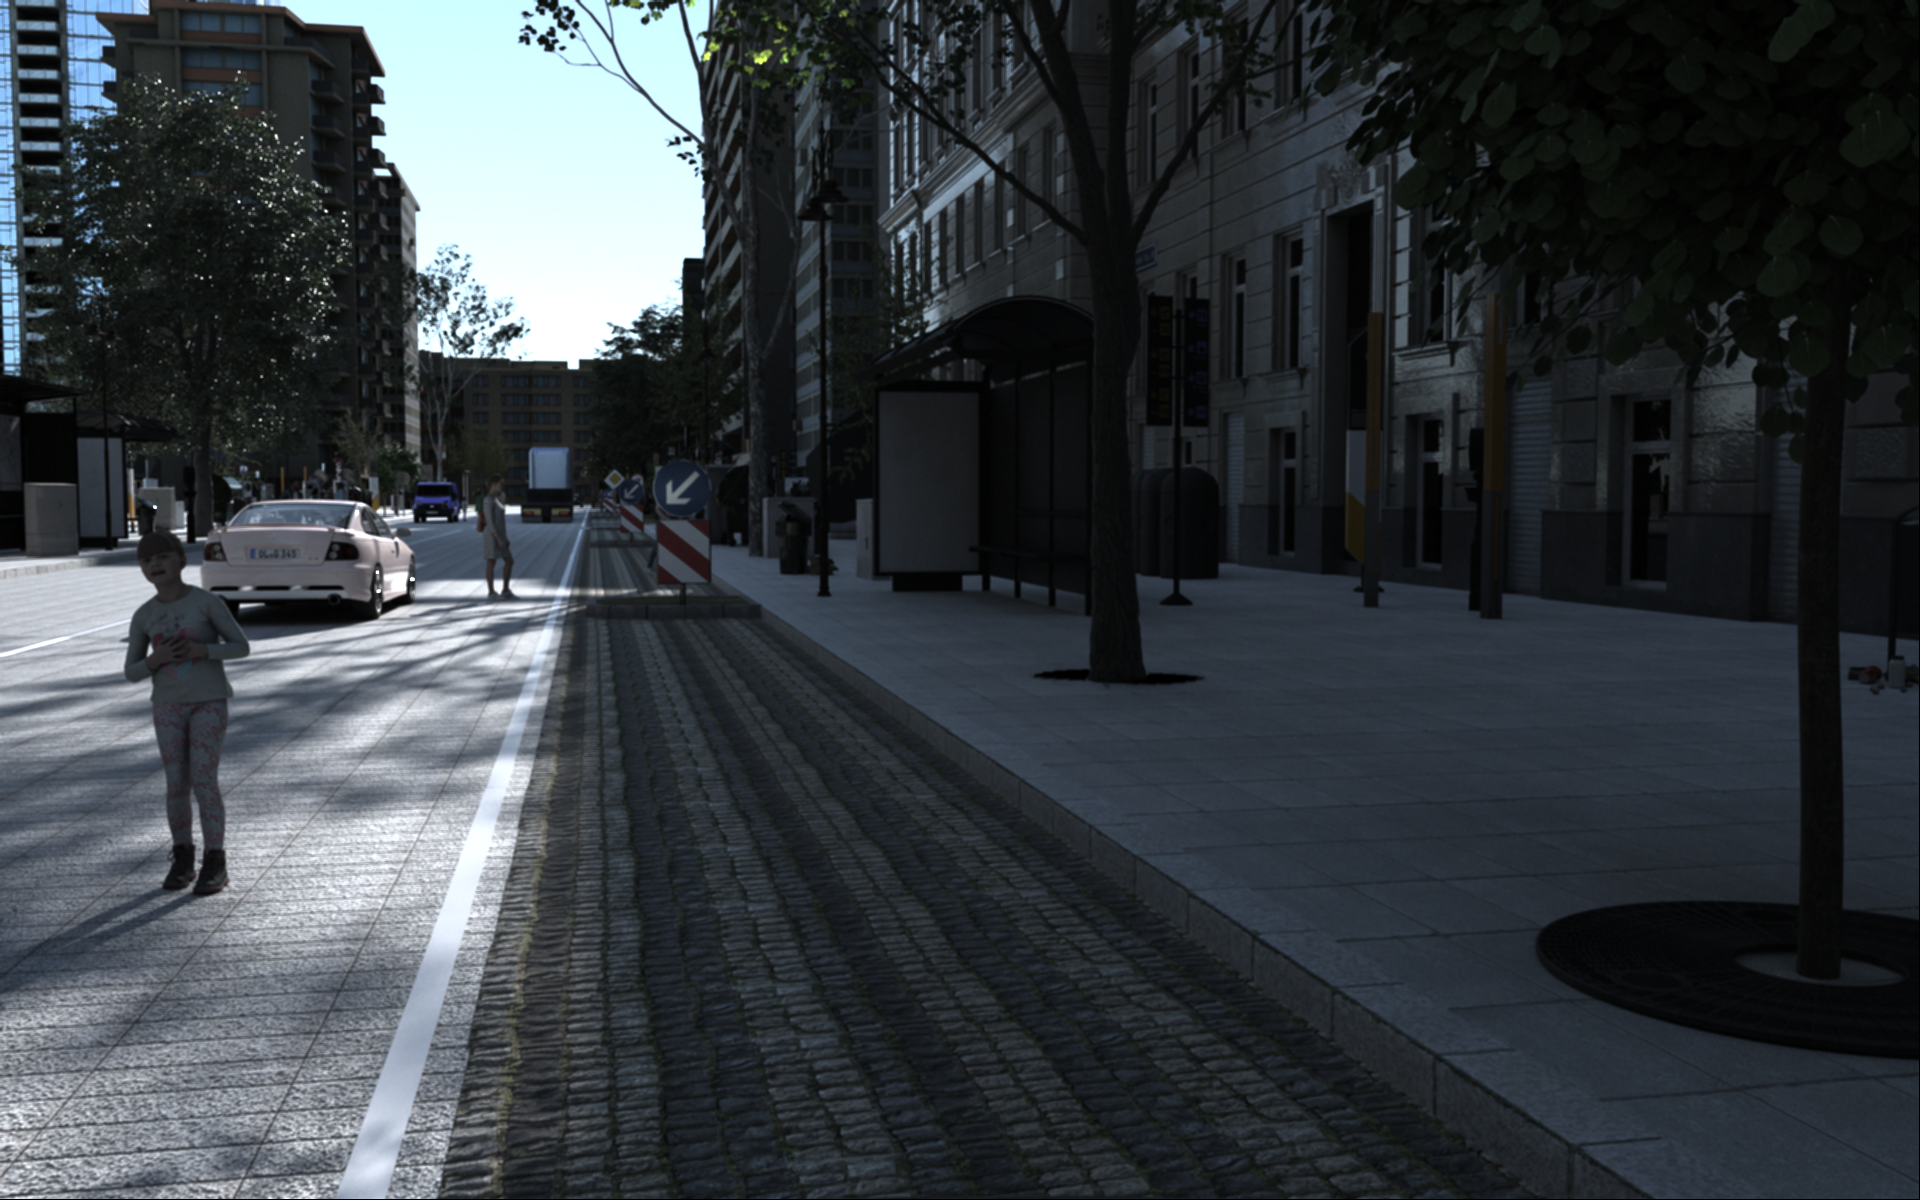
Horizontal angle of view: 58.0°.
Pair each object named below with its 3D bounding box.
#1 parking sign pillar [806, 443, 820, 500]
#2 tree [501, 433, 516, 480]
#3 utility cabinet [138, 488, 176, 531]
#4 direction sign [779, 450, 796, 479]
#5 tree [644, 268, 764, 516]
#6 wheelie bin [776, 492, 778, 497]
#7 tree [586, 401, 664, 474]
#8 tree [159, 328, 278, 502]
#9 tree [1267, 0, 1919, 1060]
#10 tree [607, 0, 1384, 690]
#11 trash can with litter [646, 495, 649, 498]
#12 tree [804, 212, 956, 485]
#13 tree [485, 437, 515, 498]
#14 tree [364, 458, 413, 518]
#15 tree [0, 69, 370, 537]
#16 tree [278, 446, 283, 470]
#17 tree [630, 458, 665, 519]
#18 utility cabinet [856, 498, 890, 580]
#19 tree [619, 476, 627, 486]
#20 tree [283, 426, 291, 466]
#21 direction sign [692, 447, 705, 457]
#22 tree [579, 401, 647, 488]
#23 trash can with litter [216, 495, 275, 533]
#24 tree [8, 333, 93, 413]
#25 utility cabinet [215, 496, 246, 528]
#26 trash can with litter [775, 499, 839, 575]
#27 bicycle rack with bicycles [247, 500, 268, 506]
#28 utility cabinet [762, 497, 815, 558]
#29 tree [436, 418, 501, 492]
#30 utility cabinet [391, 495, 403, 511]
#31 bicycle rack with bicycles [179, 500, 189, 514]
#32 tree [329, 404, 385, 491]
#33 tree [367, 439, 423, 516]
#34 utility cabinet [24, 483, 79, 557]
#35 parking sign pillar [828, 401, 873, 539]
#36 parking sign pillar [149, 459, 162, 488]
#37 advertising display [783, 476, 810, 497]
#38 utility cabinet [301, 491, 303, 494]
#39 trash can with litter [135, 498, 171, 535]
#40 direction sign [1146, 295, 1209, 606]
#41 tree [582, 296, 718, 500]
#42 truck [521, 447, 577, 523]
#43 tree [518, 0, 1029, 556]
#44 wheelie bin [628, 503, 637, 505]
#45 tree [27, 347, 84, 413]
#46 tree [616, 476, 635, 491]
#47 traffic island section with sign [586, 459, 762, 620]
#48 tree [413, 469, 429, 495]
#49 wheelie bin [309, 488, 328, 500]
[{"bbox_3d":[-6.952,-5.891,84.782,1.447,3.967,1.447,3,5,42],"label":"parking sign pillar"},{"bbox_3d":[-49.940,-14.109,181.038,4.737,8.622,4.395,0,3,0],"label":"tree"},{"bbox_3d":[-27.840,-3.141,60.027,1.173,1.500,0.318,0,4,5],"label":"utility cabinet"},{"bbox_3d":[-8.788,-5.894,88.357,0.876,3.537,0.379,-1,4,-18],"label":"direction sign"},{"bbox_3d":[-8.371,-6.515,56.888,4.737,8.622,4.395,0,3,0],"label":"tree"},{"bbox_3d":[-12.210,-6.404,112.619,0.980,1.594,0.693,-2,4,-30],"label":"wheelie bin"},{"bbox_3d":[-31.178,-14.132,165.466,7.601,10.594,8.767,2,4,30],"label":"tree"},{"bbox_3d":[-32.985,-7.681,75.943,4.360,8.622,3.978,0,3,0],"label":"tree"},{"bbox_3d":[2.368,-1.273,4.520,4.285,4.588,4.351,0,3,0],"label":"tree"},{"bbox_3d":[1.001,-5.259,11.743,9.928,11.665,9.643,0,3,0],"label":"tree"},{"bbox_3d":[-24.079,-7.345,131.153,2.233,1.210,1.678,-3,5,-44],"label":"trash can with litter"},{"bbox_3d":[-1.917,-5.828,45.649,4.737,8.622,4.395,0,3,0],"label":"tree"},{"bbox_3d":[-56.583,-15.993,211.855,4.360,8.622,3.978,0,3,0],"label":"tree"},{"bbox_3d":[-30.812,-6.017,92.973,1.663,3.219,1.824,0,3,0],"label":"tree"},{"bbox_3d":[-22.673,-8.845,51.269,9.857,13.997,8.962,0,3,0],"label":"tree"},{"bbox_3d":[-39.600,-8.799,94.231,4.360,8.622,3.978,0,3,0],"label":"tree"},{"bbox_3d":[-16.109,-5.894,90.972,1.663,3.219,1.824,0,3,0],"label":"tree"},{"bbox_3d":[-1.322,-0.920,26.199,0.306,1.237,1.020,-1,4,-17],"label":"utility cabinet"},{"bbox_3d":[-27.257,-9.049,142.552,1.663,3.219,1.824,0,3,0],"label":"tree"},{"bbox_3d":[-56.797,-11.680,141.338,4.360,8.622,3.978,0,3,0],"label":"tree"},{"bbox_3d":[-12.759,-5.638,84.171,0.876,3.537,0.379,2,4,27],"label":"direction sign"},{"bbox_3d":[-38.240,-17.048,195.739,9.611,12.733,9.660,0,3,0],"label":"tree"},{"bbox_3d":[-23.433,-2.719,55.511,1.678,1.210,2.233,1,4,22],"label":"trash can with litter"},{"bbox_3d":[-53.083,-10.208,101.315,7.601,10.594,8.767,-1,4,-11],"label":"tree"},{"bbox_3d":[-26.697,-3.195,63.400,1.020,1.237,0.306,-3,4,-37],"label":"utility cabinet"},{"bbox_3d":[-2.433,-0.998,27.702,1.055,1.170,0.624,2,4,26],"label":"trash can with litter"},{"bbox_3d":[-41.128,-5.334,100.591,2.925,0.926,2.852,0,4,8],"label":"bicycle rack with bicycles"},{"bbox_3d":[-3.464,-1.458,34.994,1.020,1.237,0.306,-2,4,-29],"label":"utility cabinet"},{"bbox_3d":[-46.876,-13.009,163.058,4.737,8.622,4.395,0,3,0],"label":"tree"},{"bbox_3d":[-44.061,-7.608,135.555,0.306,1.237,1.020,2,4,30],"label":"utility cabinet"},{"bbox_3d":[-50.711,-5.939,110.491,2.925,0.926,2.852,2,4,28],"label":"bicycle rack with bicycles"},{"bbox_3d":[-49.300,-11.711,141.833,4.360,8.622,3.978,0,3,0],"label":"tree"},{"bbox_3d":[-33.874,-7.344,103.795,4.285,4.588,4.351,0,3,0],"label":"tree"},{"bbox_3d":[-18.394,-1.615,35.092,0.318,1.500,1.173,1,4,10],"label":"utility cabinet"},{"bbox_3d":[-3.056,-3.733,49.502,1.447,3.967,1.447,0,4,7],"label":"parking sign pillar"},{"bbox_3d":[-57.721,-8.304,124.236,1.447,3.967,1.447,0,4,-6],"label":"parking sign pillar"},{"bbox_3d":[-5.892,-3.501,62.453,0.974,1.923,0.123,-1,4,-17],"label":"advertising display"},{"bbox_3d":[-42.663,-6.294,111.582,1.173,1.500,0.318,2,4,28],"label":"utility cabinet"},{"bbox_3d":[-25.070,-2.597,53.852,1.055,1.170,0.624,0,4,6],"label":"trash can with litter"},{"bbox_3d":[2.512,-1.713,20.000,0.876,3.537,0.379,-2,4,-31],"label":"direction sign"},{"bbox_3d":[-20.081,-12.601,112.685,9.857,13.997,8.962,0,3,0],"label":"tree"},{"bbox_3d":[-22.344,-6.387,94.185,2.967,4.110,18.799,-1,4,-12],"label":"truck"},{"bbox_3d":[-4.804,-10.880,33.779,12.611,20.169,13.585,0,3,0],"label":"tree"},{"bbox_3d":[-23.308,-7.063,123.392,0.693,1.594,0.980,2,4,32],"label":"wheelie bin"},{"bbox_3d":[-43.739,-8.139,83.436,4.360,8.622,3.978,0,3,0],"label":"tree"},{"bbox_3d":[-42.066,-16.147,214.357,4.360,8.622,3.978,0,3,0],"label":"tree"},{"bbox_3d":[-3.447,-0.734,20.631,1.989,1.847,2.006,-1,4,-12],"label":"traffic island section with sign"},{"bbox_3d":[-35.456,-7.220,112.645,1.663,3.219,1.824,0,3,0],"label":"tree"},{"bbox_3d":[-31.618,-4.744,85.466,0.693,1.594,0.980,1,4,20],"label":"wheelie bin"}]
